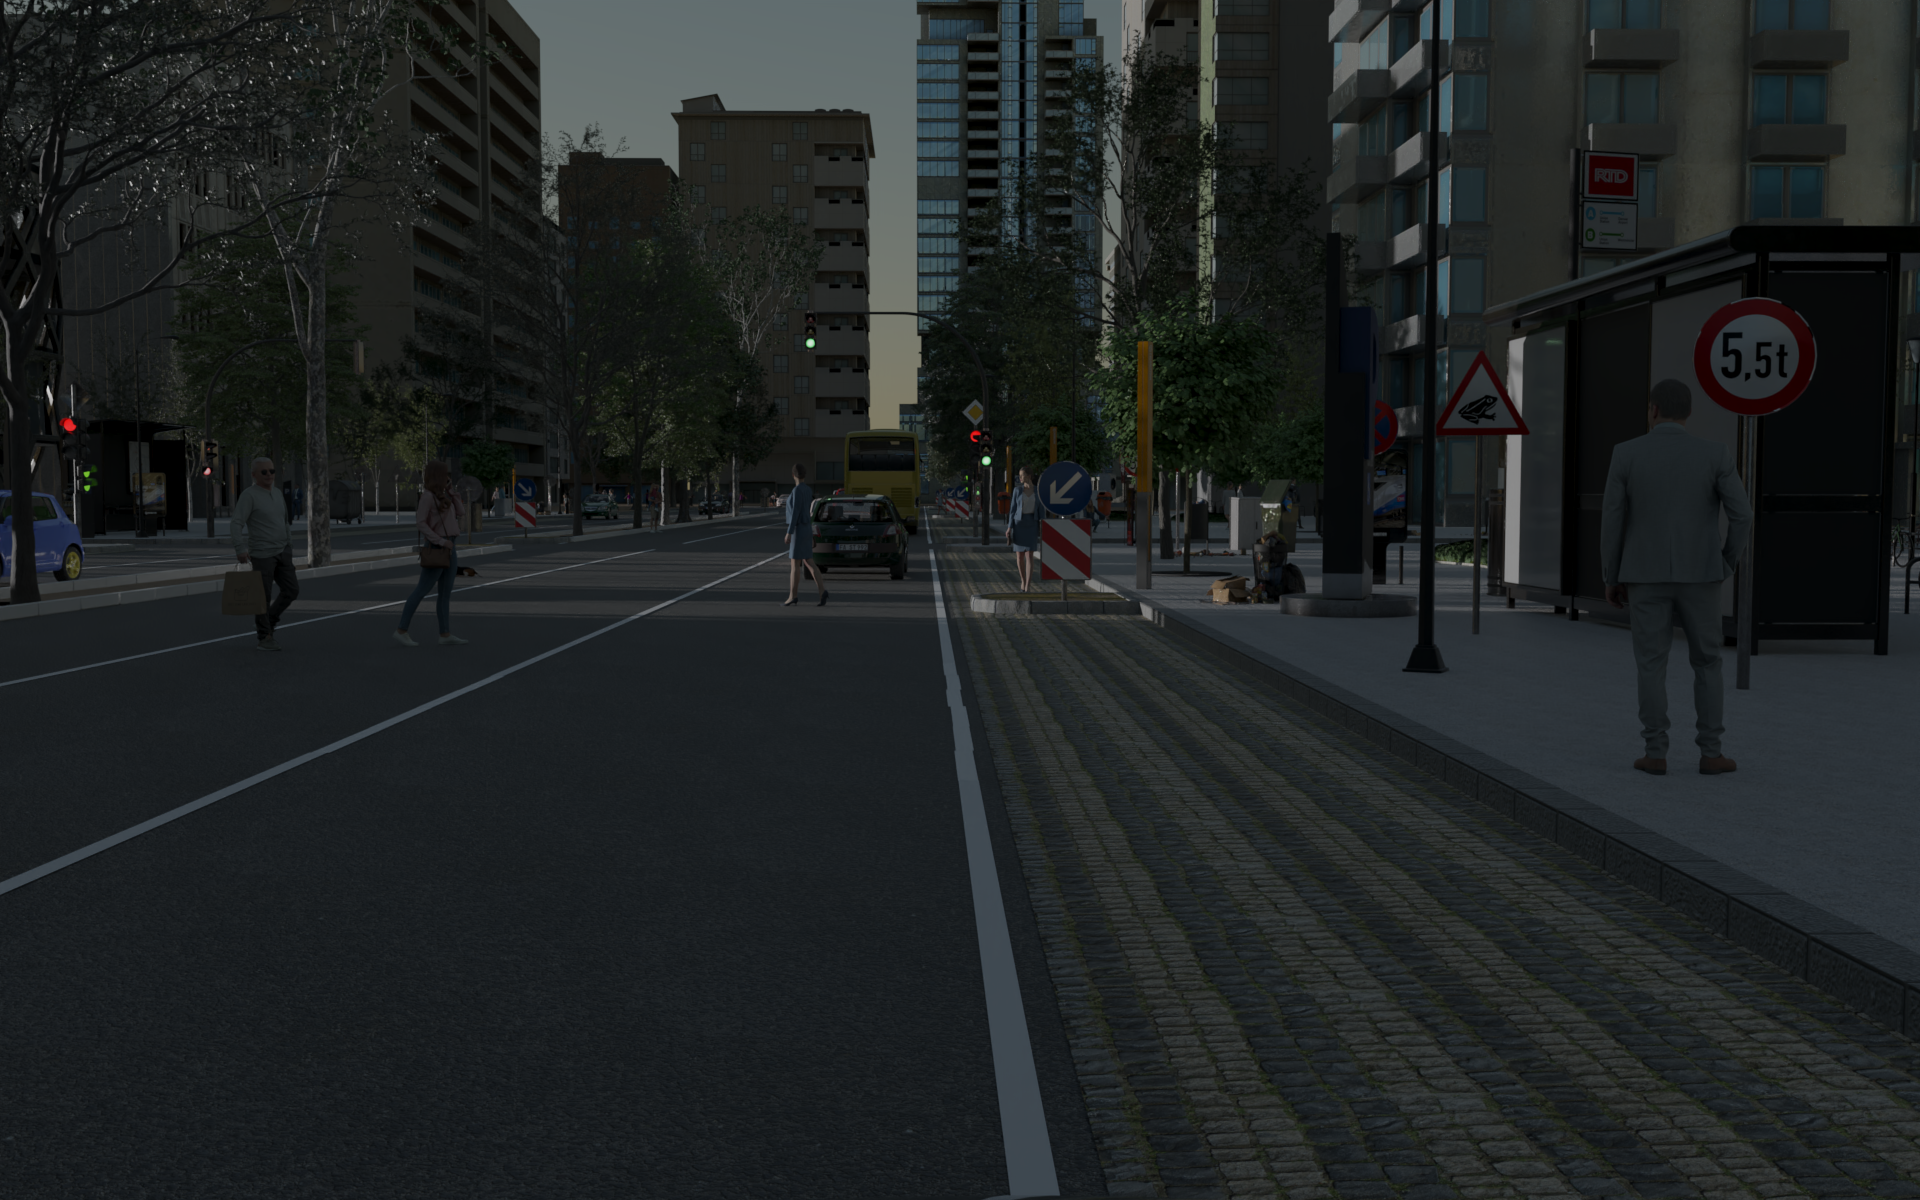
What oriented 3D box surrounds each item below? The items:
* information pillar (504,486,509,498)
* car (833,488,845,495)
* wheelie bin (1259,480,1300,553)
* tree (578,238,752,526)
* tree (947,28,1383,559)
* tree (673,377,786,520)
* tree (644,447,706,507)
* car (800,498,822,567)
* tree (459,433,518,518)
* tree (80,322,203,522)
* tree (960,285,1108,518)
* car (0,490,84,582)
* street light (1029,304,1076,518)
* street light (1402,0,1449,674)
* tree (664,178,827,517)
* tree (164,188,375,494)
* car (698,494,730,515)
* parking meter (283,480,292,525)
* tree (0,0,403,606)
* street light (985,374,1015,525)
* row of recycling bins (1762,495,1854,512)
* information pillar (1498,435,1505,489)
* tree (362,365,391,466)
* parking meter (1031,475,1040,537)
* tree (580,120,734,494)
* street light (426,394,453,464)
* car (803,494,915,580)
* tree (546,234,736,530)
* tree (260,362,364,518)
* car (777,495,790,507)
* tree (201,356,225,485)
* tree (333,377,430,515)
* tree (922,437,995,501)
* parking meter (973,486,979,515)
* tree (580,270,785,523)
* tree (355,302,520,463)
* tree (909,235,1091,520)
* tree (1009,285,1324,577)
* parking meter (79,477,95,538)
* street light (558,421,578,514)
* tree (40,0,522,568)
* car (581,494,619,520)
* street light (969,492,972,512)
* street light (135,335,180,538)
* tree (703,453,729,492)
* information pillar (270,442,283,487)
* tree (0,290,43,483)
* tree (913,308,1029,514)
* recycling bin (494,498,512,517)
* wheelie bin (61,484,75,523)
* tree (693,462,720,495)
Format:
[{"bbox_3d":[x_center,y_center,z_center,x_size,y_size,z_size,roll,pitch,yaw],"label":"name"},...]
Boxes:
[{"bbox_3d":[-28.883,-6.477,110.383,0.304,2.012,0.304,-1,4,-16],"label":"information pillar"},{"bbox_3d":[-6.997,-6.216,110.301,2.281,1.827,5.304,0,4,-1],"label":"car"},{"bbox_3d":[7.028,-1.848,38.128,0.693,1.594,0.980,-3,4,-37],"label":"wheelie bin"},{"bbox_3d":[-13.154,-9.548,76.699,7.486,12.596,7.792,0,3,0],"label":"tree"},{"bbox_3d":[4.088,-6.106,34.240,8.767,10.594,7.601,0,4,-5],"label":"tree"},{"bbox_3d":[-13.587,-9.636,94.417,8.767,10.594,7.601,0,4,-1],"label":"tree"},{"bbox_3d":[-27.590,-15.917,166.895,9.857,13.997,8.962,0,3,0],"label":"tree"},{"bbox_3d":[-2.349,-1.425,35.665,2.083,1.381,4.827,0,4,-2],"label":"car"},{"bbox_3d":[-25.548,-6.726,93.676,4.285,4.588,4.351,0,3,0],"label":"tree"},{"bbox_3d":[-35.437,-7.520,73.310,4.360,8.622,3.978,0,3,0],"label":"tree"},{"bbox_3d":[3.091,-6.685,59.658,4.737,8.622,4.395,0,3,0],"label":"tree"},{"bbox_3d":[-15.070,-1.036,26.525,1.945,1.707,3.694,0,3,0],"label":"car"},{"bbox_3d":[2.199,-4.234,41.768,1.470,5.913,1.316,0,4,-1],"label":"street light"},{"bbox_3d":[2.833,-2.436,12.367,1.470,5.913,1.316,0,4,-1],"label":"street light"},{"bbox_3d":[-14.682,-15.042,104.290,12.611,20.169,13.585,0,3,0],"label":"tree"},{"bbox_3d":[-25.542,-8.935,64.216,7.486,12.596,7.792,0,3,0],"label":"tree"},{"bbox_3d":[-17.068,-6.751,120.171,2.009,1.686,4.222,0,4,0],"label":"car"},{"bbox_3d":[-27.875,-4.035,71.688,0.399,1.863,0.255,-2,4,-28],"label":"parking meter"},{"bbox_3d":[-11.944,-6.656,21.646,12.009,13.543,11.850,0,3,0],"label":"tree"},{"bbox_3d":[1.559,-5.802,67.402,1.470,5.913,1.316,0,4,-1],"label":"street light"},{"bbox_3d":[20.174,-2.188,42.882,3.534,1.692,1.069,1,4,16],"label":"row of recycling bins"},{"bbox_3d":[17.273,-3.897,55.074,0.504,3.616,0.183,-3,5,-44],"label":"information pillar"},{"bbox_3d":[-34.663,-9.104,99.205,4.360,8.622,3.978,0,3,0],"label":"tree"},{"bbox_3d":[2.331,-2.836,52.079,0.255,1.863,0.399,3,5,41],"label":"parking meter"},{"bbox_3d":[-12.623,-8.808,56.839,12.009,13.543,11.850,0,3,0],"label":"tree"},{"bbox_3d":[-24.087,-6.580,80.116,1.470,5.913,1.316,0,4,-1],"label":"street light"},{"bbox_3d":[-1.796,-1.261,30.412,2.009,1.686,4.222,0,4,-1],"label":"car"},{"bbox_3d":[-12.623,-8.546,67.947,9.928,11.665,9.643,0,3,0],"label":"tree"},{"bbox_3d":[-34.771,-8.639,91.616,4.360,8.622,3.978,0,3,0],"label":"tree"},{"bbox_3d":[-18.633,-10.645,186.402,2.083,1.381,4.827,0,4,-1],"label":"car"},{"bbox_3d":[-35.795,-7.944,80.248,4.360,8.622,3.978,0,3,0],"label":"tree"},{"bbox_3d":[-36.427,-9.618,107.610,4.737,8.622,4.395,0,3,0],"label":"tree"},{"bbox_3d":[0.326,-16.721,190.389,9.611,12.733,9.660,0,3,0],"label":"tree"},{"bbox_3d":[0.993,-6.186,106.860,0.255,1.863,0.399,-2,4,-28],"label":"parking meter"},{"bbox_3d":[-13.634,-10.144,85.319,9.611,12.733,9.660,0,3,0],"label":"tree"},{"bbox_3d":[-25.631,-9.213,85.044,8.767,10.594,7.601,0,4,-4],"label":"tree"},{"bbox_3d":[1.903,-11.004,86.573,9.857,13.997,8.962,0,3,0],"label":"tree"},{"bbox_3d":[3.544,-2.670,27.372,4.285,4.588,4.351,0,3,0],"label":"tree"},{"bbox_3d":[-25.414,-2.732,50.381,0.255,1.863,0.399,3,5,40],"label":"parking meter"},{"bbox_3d":[-24.789,-8.378,109.515,1.470,5.913,1.316,0,4,-1],"label":"street light"},{"bbox_3d":[-13.652,-10.731,33.796,12.611,20.169,13.585,0,3,0],"label":"tree"},{"bbox_3d":[-20.461,-5.266,97.891,2.131,1.459,4.920,0,4,-2],"label":"car"},{"bbox_3d":[0.307,-9.398,126.204,1.470,5.913,1.316,0,4,-1],"label":"street light"},{"bbox_3d":[-23.489,-4.781,50.714,1.470,5.913,1.316,0,4,-1],"label":"street light"},{"bbox_3d":[-28.186,-15.211,199.060,4.737,8.622,4.395,0,3,0],"label":"tree"},{"bbox_3d":[-28.857,-5.006,73.200,0.504,3.616,0.183,-3,4,-38],"label":"information pillar"},{"bbox_3d":[-34.402,-6.819,61.852,4.360,8.622,3.978,0,3,0],"label":"tree"},{"bbox_3d":[2.024,-12.344,112.200,12.009,13.543,11.850,0,3,0],"label":"tree"},{"bbox_3d":[-26.209,-5.311,99.388,0.722,1.027,0.722,2,4,27],"label":"recycling bin"},{"bbox_3d":[-26.807,-2.733,52.591,0.980,1.594,0.693,1,4,18],"label":"wheelie bin"},{"bbox_3d":[-28.276,-14.826,192.766,4.360,8.622,3.978,0,3,0],"label":"tree"}]
